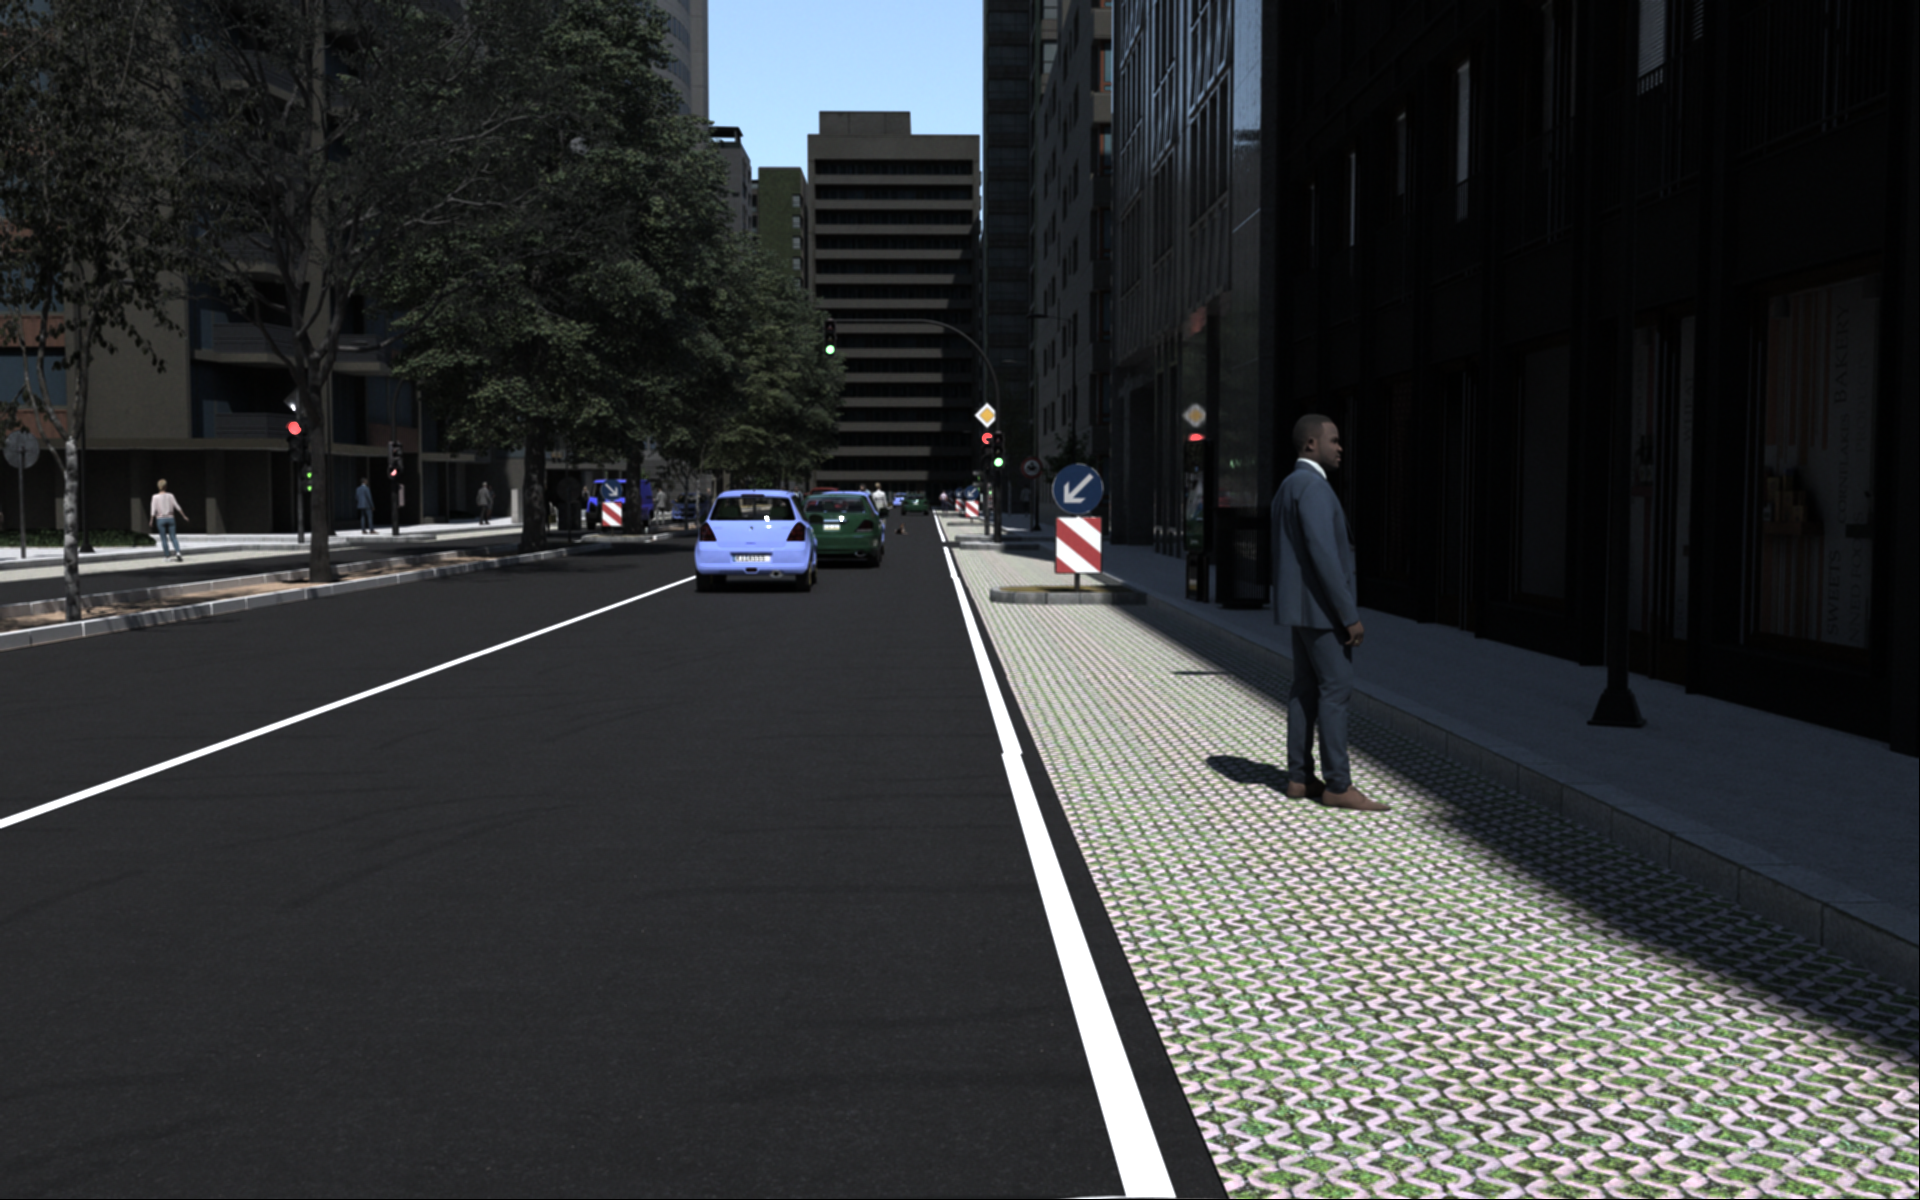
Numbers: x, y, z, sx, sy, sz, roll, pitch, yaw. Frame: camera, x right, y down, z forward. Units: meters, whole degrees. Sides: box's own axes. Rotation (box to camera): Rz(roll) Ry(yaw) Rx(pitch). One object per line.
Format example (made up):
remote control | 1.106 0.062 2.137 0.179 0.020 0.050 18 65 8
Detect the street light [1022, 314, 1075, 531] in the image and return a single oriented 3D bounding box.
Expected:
street light | 2.400 -4.416 44.740 1.470 5.913 1.316 0 4 -1

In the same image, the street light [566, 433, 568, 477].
street light | -19.361 -7.039 87.631 1.470 5.913 1.316 0 4 -1

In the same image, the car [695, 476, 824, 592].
car | -3.079 -1.042 26.620 1.945 1.707 3.694 0 4 -3

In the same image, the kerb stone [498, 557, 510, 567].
kerb stone | -9.114 -0.732 34.205 0.120 0.150 1.000 0 4 -1

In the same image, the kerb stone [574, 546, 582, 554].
kerb stone | -9.250 -1.174 41.393 0.120 0.150 1.000 0 4 -1

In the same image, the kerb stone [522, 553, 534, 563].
kerb stone | -9.147 -0.860 36.263 0.120 0.150 1.000 0 4 -1

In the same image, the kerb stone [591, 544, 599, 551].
kerb stone | -9.274 -1.300 43.450 0.120 0.150 1.000 0 4 -1

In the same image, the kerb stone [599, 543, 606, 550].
kerb stone | -9.306 -1.361 44.476 0.120 0.150 1.000 0 4 -1

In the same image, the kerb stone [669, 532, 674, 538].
kerb stone | -9.515 -2.082 56.232 0.120 0.150 1.000 0 4 -1

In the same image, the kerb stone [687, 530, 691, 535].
kerb stone | -9.600 -2.329 60.355 0.120 0.150 1.000 0 4 -1

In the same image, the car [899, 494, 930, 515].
car | -3.075 -6.507 118.186 2.131 1.459 4.920 0 4 -3

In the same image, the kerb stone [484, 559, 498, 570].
kerb stone | -9.092 -0.668 33.172 0.120 0.150 1.000 0 4 -1

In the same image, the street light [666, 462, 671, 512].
street light | -19.980 -9.126 121.748 1.470 5.913 1.316 0 4 -1

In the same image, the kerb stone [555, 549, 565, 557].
kerb stone | -9.204 -1.046 39.337 0.120 0.150 1.000 0 4 -1

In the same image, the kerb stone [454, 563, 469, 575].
kerb stone | -9.063 -0.545 31.121 0.120 0.150 1.000 0 4 -1

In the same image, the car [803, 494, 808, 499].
car | -16.218 -10.784 185.352 2.155 1.783 4.494 0 4 0

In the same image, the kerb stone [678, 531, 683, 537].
kerb stone | -9.550 -2.208 58.300 0.120 0.150 1.000 0 4 -1

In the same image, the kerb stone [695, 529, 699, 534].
kerb stone | -9.626 -2.456 62.400 0.120 0.150 1.000 0 4 -1

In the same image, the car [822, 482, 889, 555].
car | -2.613 -1.853 39.881 1.945 1.707 3.694 0 4 -1

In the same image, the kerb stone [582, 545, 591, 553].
kerb stone | -9.265 -1.237 42.428 0.120 0.150 1.000 0 4 -1

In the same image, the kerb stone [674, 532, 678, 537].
kerb stone | -9.525 -2.143 57.269 0.120 0.150 1.000 0 4 -1

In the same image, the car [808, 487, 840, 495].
car | -7.496 -5.420 97.285 2.281 1.827 5.304 0 4 0

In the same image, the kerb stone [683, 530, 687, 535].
kerb stone | -9.571 -2.271 59.324 0.120 0.150 1.000 0 4 -1

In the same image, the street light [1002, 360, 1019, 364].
street light | 2.147 -5.367 60.290 1.470 5.913 1.316 0 4 -1

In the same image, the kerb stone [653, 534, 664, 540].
kerb stone | -9.477 -1.953 54.180 0.120 0.150 1.000 0 4 -1

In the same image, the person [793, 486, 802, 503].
person | -7.286 -4.145 76.446 0.721 1.800 0.419 -2 4 -32

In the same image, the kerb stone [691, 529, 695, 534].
kerb stone | -9.612 -2.396 61.377 0.120 0.150 1.000 0 4 -1

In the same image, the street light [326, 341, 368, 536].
street light | -18.670 -4.904 52.726 1.470 5.913 1.316 0 4 -1

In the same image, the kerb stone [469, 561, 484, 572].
kerb stone | -9.076 -0.609 32.150 0.120 0.150 1.000 0 4 -1

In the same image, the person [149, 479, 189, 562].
person | -16.604 -1.671 36.491 0.598 1.740 0.731 3 4 38

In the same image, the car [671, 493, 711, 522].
car | -13.848 -4.872 89.249 1.945 1.707 3.694 0 4 -2

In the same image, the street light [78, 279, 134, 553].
street light | -18.508 -3.979 37.602 1.470 5.913 1.316 0 4 -1

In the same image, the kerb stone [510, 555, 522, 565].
kerb stone | -9.130 -0.797 35.230 0.120 0.150 1.000 0 4 -1

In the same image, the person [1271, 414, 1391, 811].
person | 1.658 0.040 8.024 0.419 1.800 0.721 -1 4 -13

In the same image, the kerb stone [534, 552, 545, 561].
kerb stone | -9.169 -0.922 37.291 0.120 0.150 1.000 0 4 -1

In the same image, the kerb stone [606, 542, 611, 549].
kerb stone | -9.314 -1.423 45.498 0.120 0.150 1.000 0 4 -1

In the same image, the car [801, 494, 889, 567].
car | -2.514 -1.434 35.248 2.131 1.459 4.920 0 4 -2

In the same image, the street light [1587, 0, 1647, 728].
street light | 3.126 -2.260 9.488 1.470 5.913 1.316 0 4 -1

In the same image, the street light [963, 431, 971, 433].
street light | 0.956 -9.531 128.367 1.470 5.913 1.316 0 4 -1

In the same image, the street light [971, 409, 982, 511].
street light | 1.508 -7.437 94.130 1.470 5.913 1.316 0 4 -1

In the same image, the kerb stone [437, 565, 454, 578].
kerb stone | -9.036 -0.483 30.099 0.120 0.150 1.000 0 4 -1

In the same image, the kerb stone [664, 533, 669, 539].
kerb stone | -9.495 -2.017 55.202 0.120 0.150 1.000 0 4 -1

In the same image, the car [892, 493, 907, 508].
car | -6.068 -10.374 179.198 1.945 1.707 3.694 0 4 -1

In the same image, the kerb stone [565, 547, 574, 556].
kerb stone | -9.231 -1.112 40.371 0.120 0.150 1.000 0 4 -1

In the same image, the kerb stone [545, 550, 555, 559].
kerb stone | -9.182 -0.985 38.315 0.120 0.150 1.000 0 4 -1
